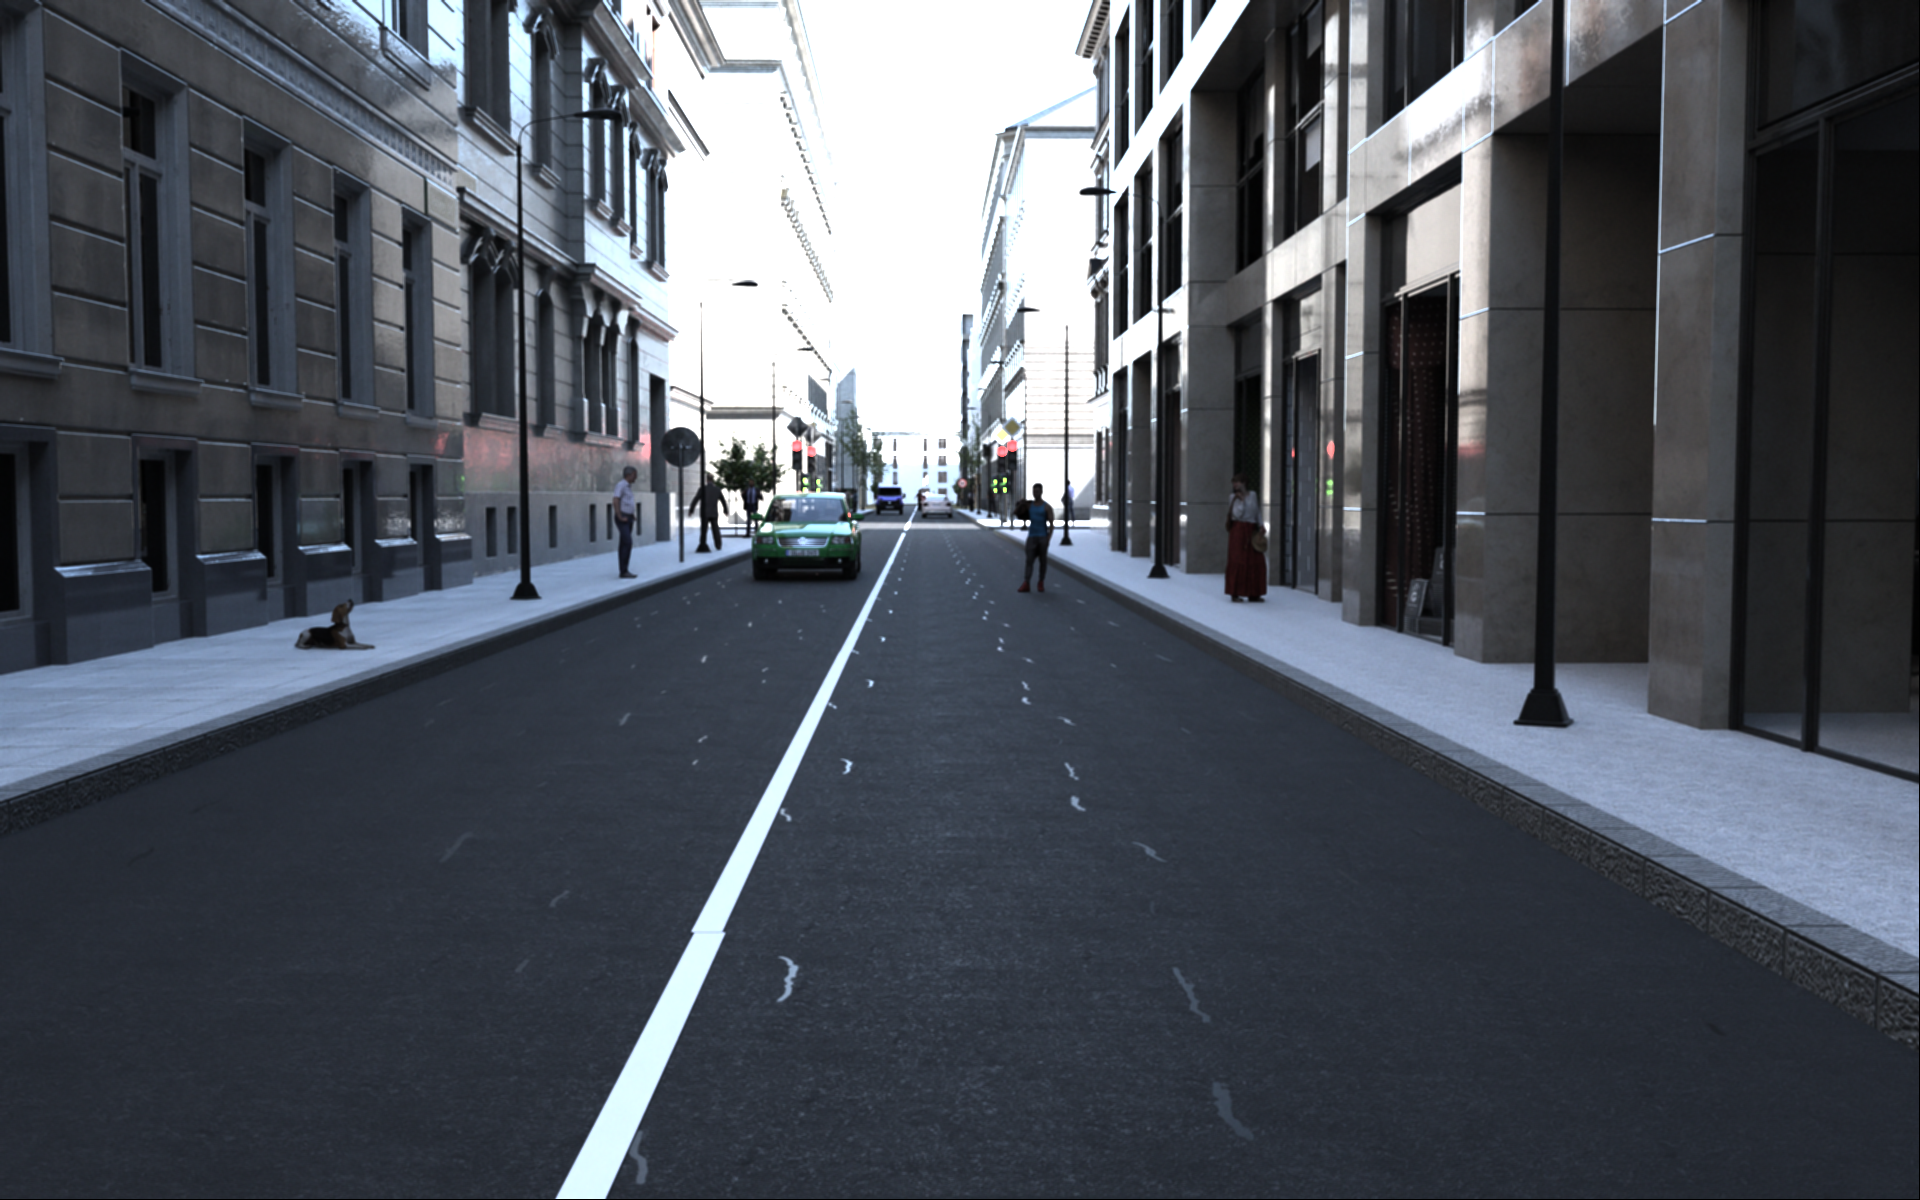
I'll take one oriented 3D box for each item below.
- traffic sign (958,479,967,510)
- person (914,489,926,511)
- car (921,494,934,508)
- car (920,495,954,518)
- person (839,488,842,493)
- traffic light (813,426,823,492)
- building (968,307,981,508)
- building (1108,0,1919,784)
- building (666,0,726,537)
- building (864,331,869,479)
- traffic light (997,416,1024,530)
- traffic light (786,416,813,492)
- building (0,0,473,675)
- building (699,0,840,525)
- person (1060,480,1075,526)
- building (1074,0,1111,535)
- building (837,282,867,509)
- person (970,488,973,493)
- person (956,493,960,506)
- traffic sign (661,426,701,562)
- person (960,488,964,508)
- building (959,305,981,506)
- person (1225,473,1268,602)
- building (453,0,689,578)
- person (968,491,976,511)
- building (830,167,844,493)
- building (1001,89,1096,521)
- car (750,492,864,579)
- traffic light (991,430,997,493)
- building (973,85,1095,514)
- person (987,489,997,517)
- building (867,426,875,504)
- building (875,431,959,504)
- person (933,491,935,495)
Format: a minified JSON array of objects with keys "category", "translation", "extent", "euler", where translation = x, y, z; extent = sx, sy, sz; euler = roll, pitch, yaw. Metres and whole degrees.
[{"category":"traffic sign","translation":[0.205,-8.753,143.213],"extent":[0.768,2.556,0.104],"euler":[0,4,3]},{"category":"person","translation":[-3.386,-8.420,146.134],"extent":[1.348,1.831,0.705],"euler":[-3,5,-44]},{"category":"car","translation":[-3.167,-9.975,172.127],"extent":[2.155,1.783,4.494],"euler":[0,4,0]},{"category":"car","translation":[-1.389,-5.698,105.523],"extent":[2.083,1.381,4.827],"euler":[0,4,-1]},{"category":"person","translation":[-9.778,-8.192,140.532],"extent":[0.990,1.755,0.434],"euler":[3,4,36]},{"category":"traffic light","translation":[-5.901,-4.892,69.229],"extent":[0.839,4.213,0.868],"euler":[0,4,-1]},{"category":"building","translation":[8.887,-19.903,181.834],"extent":[16.016,20.091,11.380],"euler":[0,4,-1]},{"category":"building","translation":[13.350,-13.308,22.095],"extent":[19.350,26.468,34.151],"euler":[0,4,-1]},{"category":"building","translation":[-17.633,-11.641,54.957],"extent":[19.286,19.102,10.561],"euler":[0,4,-1]},{"category":"building","translation":[-18.624,-20.591,193.075],"extent":[16.016,20.091,11.380],"euler":[0,4,-1]},{"category":"traffic light","translation":[1.827,-4.415,61.422],"extent":[0.839,4.213,0.868],"euler":[0,4,-1]},{"category":"traffic light","translation":[-5.732,-4.404,61.246],"extent":[0.839,4.213,0.868],"euler":[0,4,-1]},{"category":"building","translation":[-12.955,-13.950,13.980],"extent":[13.634,28.700,20.117],"euler":[0,4,-1]},{"category":"building","translation":[-15.761,-19.287,91.765],"extent":[17.030,29.872,44.131],"euler":[0,4,-1]},{"category":"person","translation":[4.284,-3.887,69.462],"extent":[0.599,1.838,0.709],"euler":[3,5,40]},{"category":"building","translation":[9.365,-11.333,49.920],"extent":[10.561,19.102,19.286],"euler":[0,4,-1]},{"category":"building","translation":[-17.498,-17.961,160.127],"extent":[16.747,18.905,31.486],"euler":[0,4,-1]},{"category":"person","translation":[0.945,-8.612,146.875],"extent":[0.705,1.821,1.348],"euler":[1,4,11]},{"category":"person","translation":[-0.154,-10.954,185.948],"extent":[0.445,1.727,0.742],"euler":[-1,4,-17]},{"category":"traffic sign","translation":[-5.252,-1.987,32.602],"extent":[0.768,2.556,0.104],"euler":[0,4,5]},{"category":"person","translation":[0.176,-9.514,161.691],"extent":[0.705,1.812,1.348],"euler":[0,4,1]},{"category":"building","translation":[13.764,-22.012,203.867],"extent":[27.936,21.610,32.646],"euler":[0,4,-1]},{"category":"person","translation":[3.385,-0.735,20.533],"extent":[0.523,1.526,0.387],"euler":[-1,4,-14]},{"category":"building","translation":[-13.860,-15.204,35.981],"extent":[14.401,28.519,23.554],"euler":[0,4,-1]},{"category":"person","translation":[0.938,-7.619,132.825],"extent":[0.614,1.554,0.590],"euler":[0,4,-3]},{"category":"building","translation":[-15.400,-20.688,124.157],"extent":[13.634,28.700,20.117],"euler":[0,4,-1]},{"category":"building","translation":[7.450,-14.778,90.768],"extent":[9.793,20.994,18.267],"euler":[0,4,-1]},{"category":"car","translation":[-2.663,-1.331,30.555],"extent":[1.959,1.807,4.718],"euler":[0,4,-2]},{"category":"traffic light","translation":[1.658,-4.903,69.405],"extent":[0.839,4.213,0.868],"euler":[0,4,-1]},{"category":"building","translation":[10.072,-21.133,121.940],"extent":[17.030,29.872,44.131],"euler":[0,4,-1]},{"category":"person","translation":[1.830,-5.494,97.335],"extent":[0.593,1.643,0.415],"euler":[-2,4,-25]},{"category":"building","translation":[-25.035,-16.707,215.304],"extent":[28.070,9.664,9.099],"euler":[0,4,-1]},{"category":"building","translation":[0.270,-17.866,234.252],"extent":[28.070,9.664,9.099],"euler":[0,4,-1]},{"category":"person","translation":[-3.325,-12.936,219.993],"extent":[0.705,1.826,1.348],"euler":[-3,4,-36]}]
